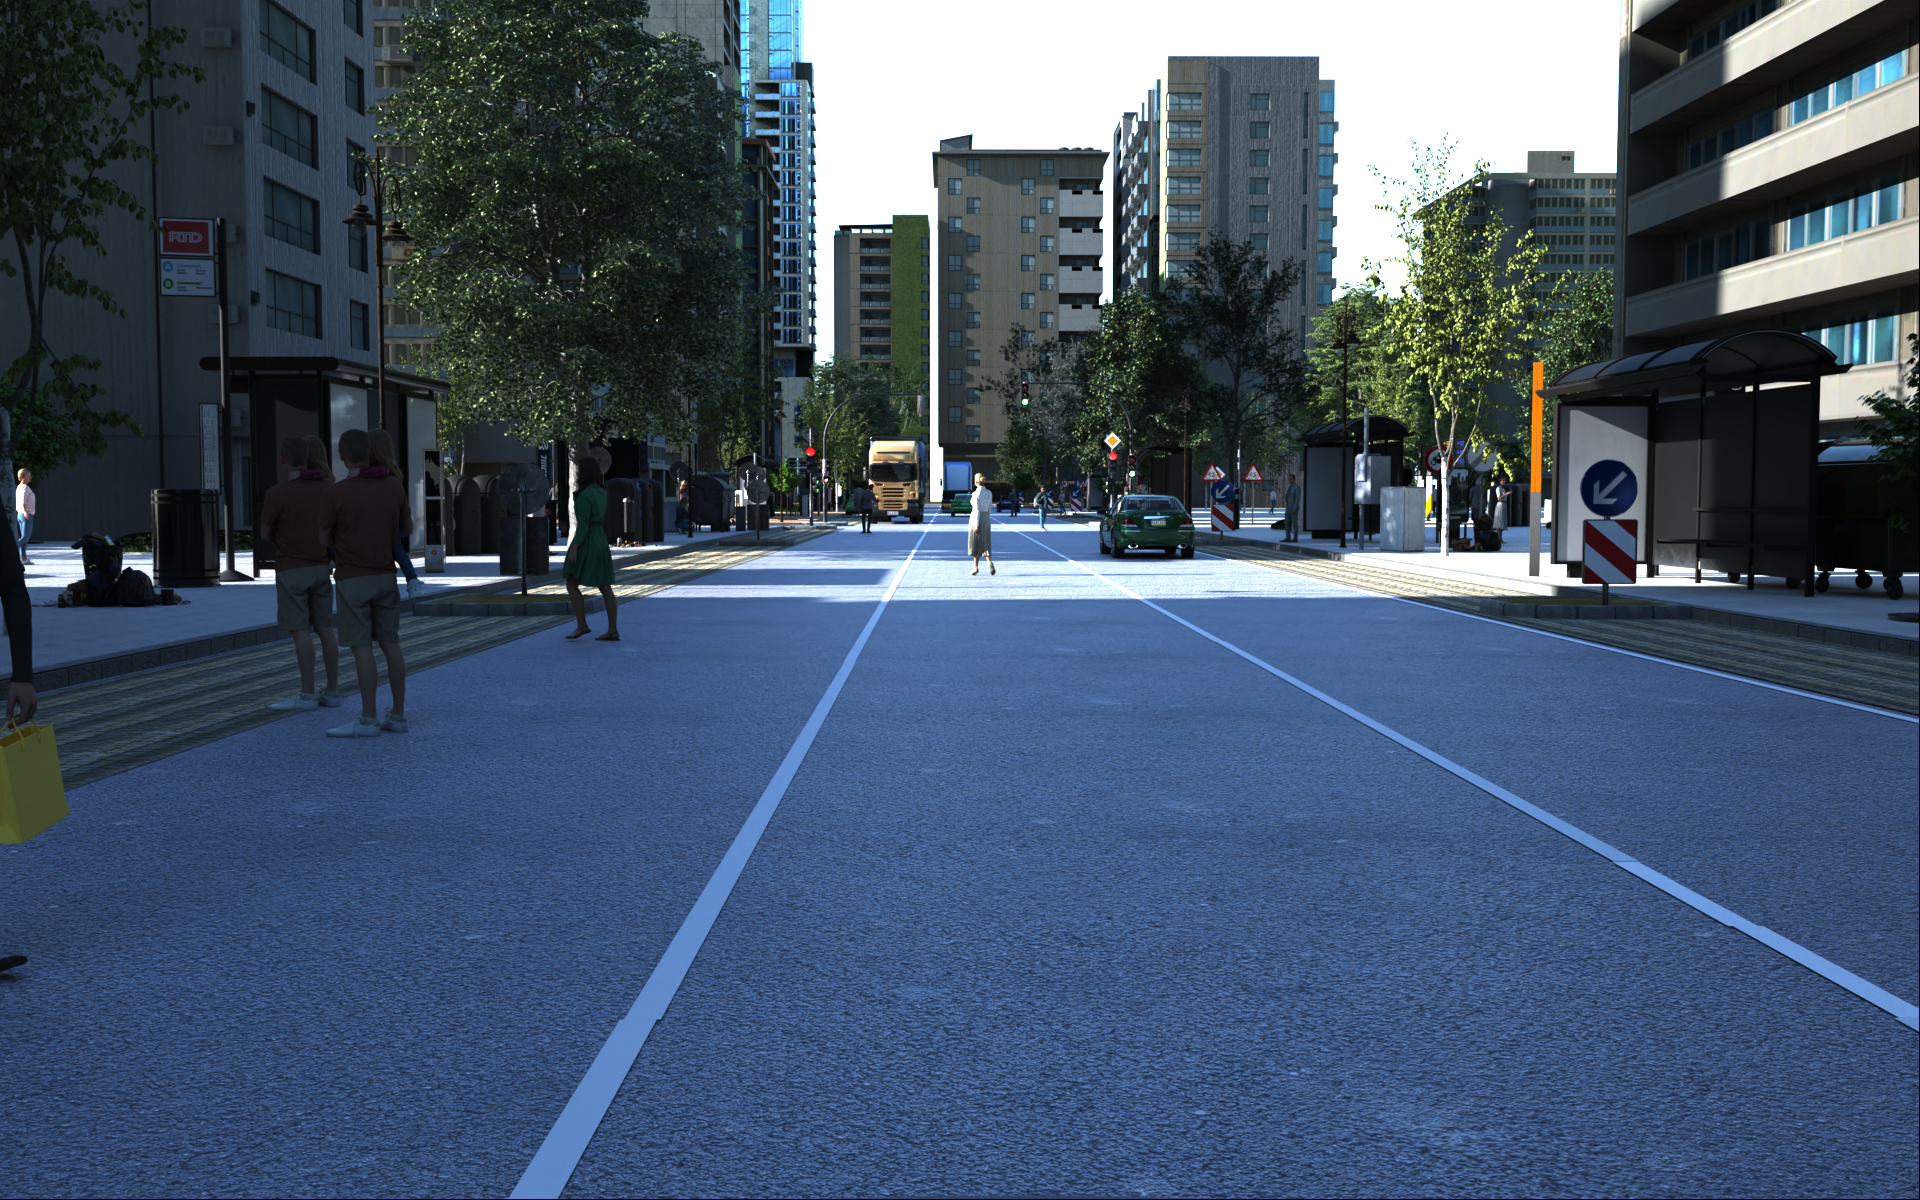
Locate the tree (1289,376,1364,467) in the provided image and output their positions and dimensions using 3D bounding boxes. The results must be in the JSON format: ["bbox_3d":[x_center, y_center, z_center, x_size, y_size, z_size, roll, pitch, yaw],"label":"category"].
[{"bbox_3d":[21.923,-9.208,100.920,4.360,8.622,3.978,0,3,0],"label":"tree"}]

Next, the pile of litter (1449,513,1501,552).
[{"bbox_3d":[11.507,-1.528,38.947,1.719,0.858,1.176,-2,4,-34],"label":"pile of litter"}]

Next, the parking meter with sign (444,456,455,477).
[{"bbox_3d":[-23.480,-5.093,79.528,0.543,3.016,1.738,-1,4,-15],"label":"parking meter with sign"}]

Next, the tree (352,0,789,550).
[{"bbox_3d":[-8.547,-8.098,39.065,9.857,13.997,8.962,0,3,0],"label":"tree"}]

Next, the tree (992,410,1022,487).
[{"bbox_3d":[8.745,-19.122,229.644,9.611,12.733,9.660,0,3,0],"label":"tree"}]

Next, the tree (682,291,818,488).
[{"bbox_3d":[-8.404,-6.900,63.180,4.737,8.622,4.395,0,3,0],"label":"tree"}]

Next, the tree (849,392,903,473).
[{"bbox_3d":[-9.194,-16.635,190.106,7.486,12.596,7.792,0,3,0],"label":"tree"}]

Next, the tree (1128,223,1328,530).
[{"bbox_3d":[9.289,-7.726,60.727,7.601,10.594,8.767,-2,4,-26],"label":"tree"}]

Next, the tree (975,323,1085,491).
[{"bbox_3d":[8.420,-20.501,191.079,12.611,20.169,13.585,0,3,0],"label":"tree"}]

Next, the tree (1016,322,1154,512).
[{"bbox_3d":[9.255,-12.961,122.289,12.009,13.543,11.850,0,3,0],"label":"tree"}]

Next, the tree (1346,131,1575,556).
[{"bbox_3d":[10.056,-5.199,35.365,4.737,8.622,4.395,0,3,0],"label":"tree"}]

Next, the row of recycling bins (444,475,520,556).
[{"bbox_3d":[-10.477,-1.837,37.147,1.069,1.692,3.534,1,4,19],"label":"row of recycling bins"}]

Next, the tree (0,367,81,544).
[{"bbox_3d":[-24.664,-3.734,44.768,4.285,4.588,4.351,0,3,0],"label":"tree"}]

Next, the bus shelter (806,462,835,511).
[{"bbox_3d":[-10.328,-8.386,128.396,1.731,3.624,6.357,0,4,0],"label":"bus shelter"}]

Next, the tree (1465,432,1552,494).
[{"bbox_3d":[51.434,-10.787,139.272,20.602,7.101,11.467,0,4,-5],"label":"tree"}]

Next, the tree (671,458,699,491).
[{"bbox_3d":[-14.418,-5.952,91.914,1.663,3.219,1.824,0,3,0],"label":"tree"}]

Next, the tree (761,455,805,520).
[{"bbox_3d":[-8.746,-5.619,86.475,1.663,3.219,1.824,0,3,0],"label":"tree"}]

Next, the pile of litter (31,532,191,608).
[{"bbox_3d":[-9.864,-0.371,20.028,1.719,0.858,1.176,1,4,8],"label":"pile of litter"}]

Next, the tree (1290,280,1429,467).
[{"bbox_3d":[21.264,-10.682,92.771,7.486,12.596,7.792,0,3,0],"label":"tree"}]

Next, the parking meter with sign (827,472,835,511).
[{"bbox_3d":[-10.632,-8.483,134.961,1.738,3.016,0.543,0,4,4],"label":"parking meter with sign"}]

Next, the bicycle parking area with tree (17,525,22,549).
[{"bbox_3d":[-23.374,-2.866,33.865,8.231,4.147,9.016,0,4,-1],"label":"bicycle parking area with tree"}]

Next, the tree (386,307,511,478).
[{"bbox_3d":[-19.092,-7.031,65.326,4.737,8.622,4.395,0,3,0],"label":"tree"}]

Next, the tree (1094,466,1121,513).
[{"bbox_3d":[9.138,-6.815,106.027,1.663,3.219,1.824,0,3,0],"label":"tree"}]

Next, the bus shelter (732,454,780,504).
[{"bbox_3d":[-10.651,-5.933,90.926,2.014,3.302,5.546,0,4,-1],"label":"bus shelter"}]

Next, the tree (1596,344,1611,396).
[{"bbox_3d":[26.587,-7.092,66.320,4.360,8.622,3.978,0,3,0],"label":"tree"}]

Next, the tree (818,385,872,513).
[{"bbox_3d":[-9.161,-10.067,114.950,4.737,8.622,4.395,0,3,0],"label":"tree"}]

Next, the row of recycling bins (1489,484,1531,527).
[{"bbox_3d":[22.017,-3.773,68.808,1.069,1.692,3.534,3,4,38],"label":"row of recycling bins"}]

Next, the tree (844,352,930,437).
[{"bbox_3d":[-9.938,-22.875,229.895,12.611,20.169,13.585,0,3,0],"label":"tree"}]

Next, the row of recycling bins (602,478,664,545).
[{"bbox_3d":[-8.584,-2.339,45.358,1.069,1.692,3.534,0,4,6],"label":"row of recycling bins"}]

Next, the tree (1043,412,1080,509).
[{"bbox_3d":[8.797,-12.038,147.182,4.360,8.622,3.978,0,3,0],"label":"tree"}]

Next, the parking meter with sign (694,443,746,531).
[{"bbox_3d":[-8.289,-3.891,59.877,1.738,3.016,0.543,-1,4,-9],"label":"parking meter with sign"}]

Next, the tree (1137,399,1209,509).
[{"bbox_3d":[12.567,-9.327,102.855,4.360,8.622,3.978,0,3,0],"label":"tree"}]

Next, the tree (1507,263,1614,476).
[{"bbox_3d":[31.995,-10.344,86.129,9.611,12.733,9.660,0,3,0],"label":"tree"}]

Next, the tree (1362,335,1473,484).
[{"bbox_3d":[30.786,-12.317,118.386,9.611,12.733,9.660,0,3,0],"label":"tree"}]

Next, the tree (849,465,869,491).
[{"bbox_3d":[-9.328,-11.287,168.253,4.285,4.588,4.351,0,3,0],"label":"tree"}]

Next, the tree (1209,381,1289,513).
[{"bbox_3d":[19.247,-10.157,116.430,4.360,8.622,3.978,0,3,0],"label":"tree"}]

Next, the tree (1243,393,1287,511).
[{"bbox_3d":[21.814,-10.834,127.500,4.737,8.622,4.395,0,3,0],"label":"tree"}]

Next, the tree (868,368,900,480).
[{"bbox_3d":[-9.912,-14.994,151.808,9.857,13.997,8.962,0,3,0],"label":"tree"}]

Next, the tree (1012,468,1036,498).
[{"bbox_3d":[8.116,-14.462,220.161,4.285,4.588,4.351,0,3,0],"label":"tree"}]

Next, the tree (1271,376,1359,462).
[{"bbox_3d":[29.888,-13.325,143.612,9.928,11.665,9.643,0,3,0],"label":"tree"}]

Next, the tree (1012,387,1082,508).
[{"bbox_3d":[8.818,-14.546,163.589,9.928,11.665,9.643,0,3,0],"label":"tree"}]

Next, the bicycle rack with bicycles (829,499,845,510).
[{"bbox_3d":[-9.555,-7.730,139.767,2.852,0.926,2.925,1,4,22],"label":"bicycle rack with bicycles"}]

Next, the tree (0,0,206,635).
[{"bbox_3d":[-8.673,-3.973,15.320,4.737,8.622,4.395,0,3,0],"label":"tree"}]

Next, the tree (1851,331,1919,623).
[{"bbox_3d":[9.864,-1.401,17.508,1.663,3.219,1.824,0,3,0],"label":"tree"}]

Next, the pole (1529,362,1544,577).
[{"bbox_3d":[8.960,-2.023,26.921,0.158,3.312,0.155,0,3,0],"label":"pole"}]

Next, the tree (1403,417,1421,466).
[{"bbox_3d":[32.345,-10.822,127.301,4.360,8.622,3.978,0,3,0],"label":"tree"}]

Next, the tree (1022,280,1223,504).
[{"bbox_3d":[9.493,-10.776,93.190,9.611,12.733,9.660,0,3,0],"label":"tree"}]

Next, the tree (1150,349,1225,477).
[{"bbox_3d":[17.318,-13.283,135.302,7.486,12.596,7.792,0,3,0],"label":"tree"}]
